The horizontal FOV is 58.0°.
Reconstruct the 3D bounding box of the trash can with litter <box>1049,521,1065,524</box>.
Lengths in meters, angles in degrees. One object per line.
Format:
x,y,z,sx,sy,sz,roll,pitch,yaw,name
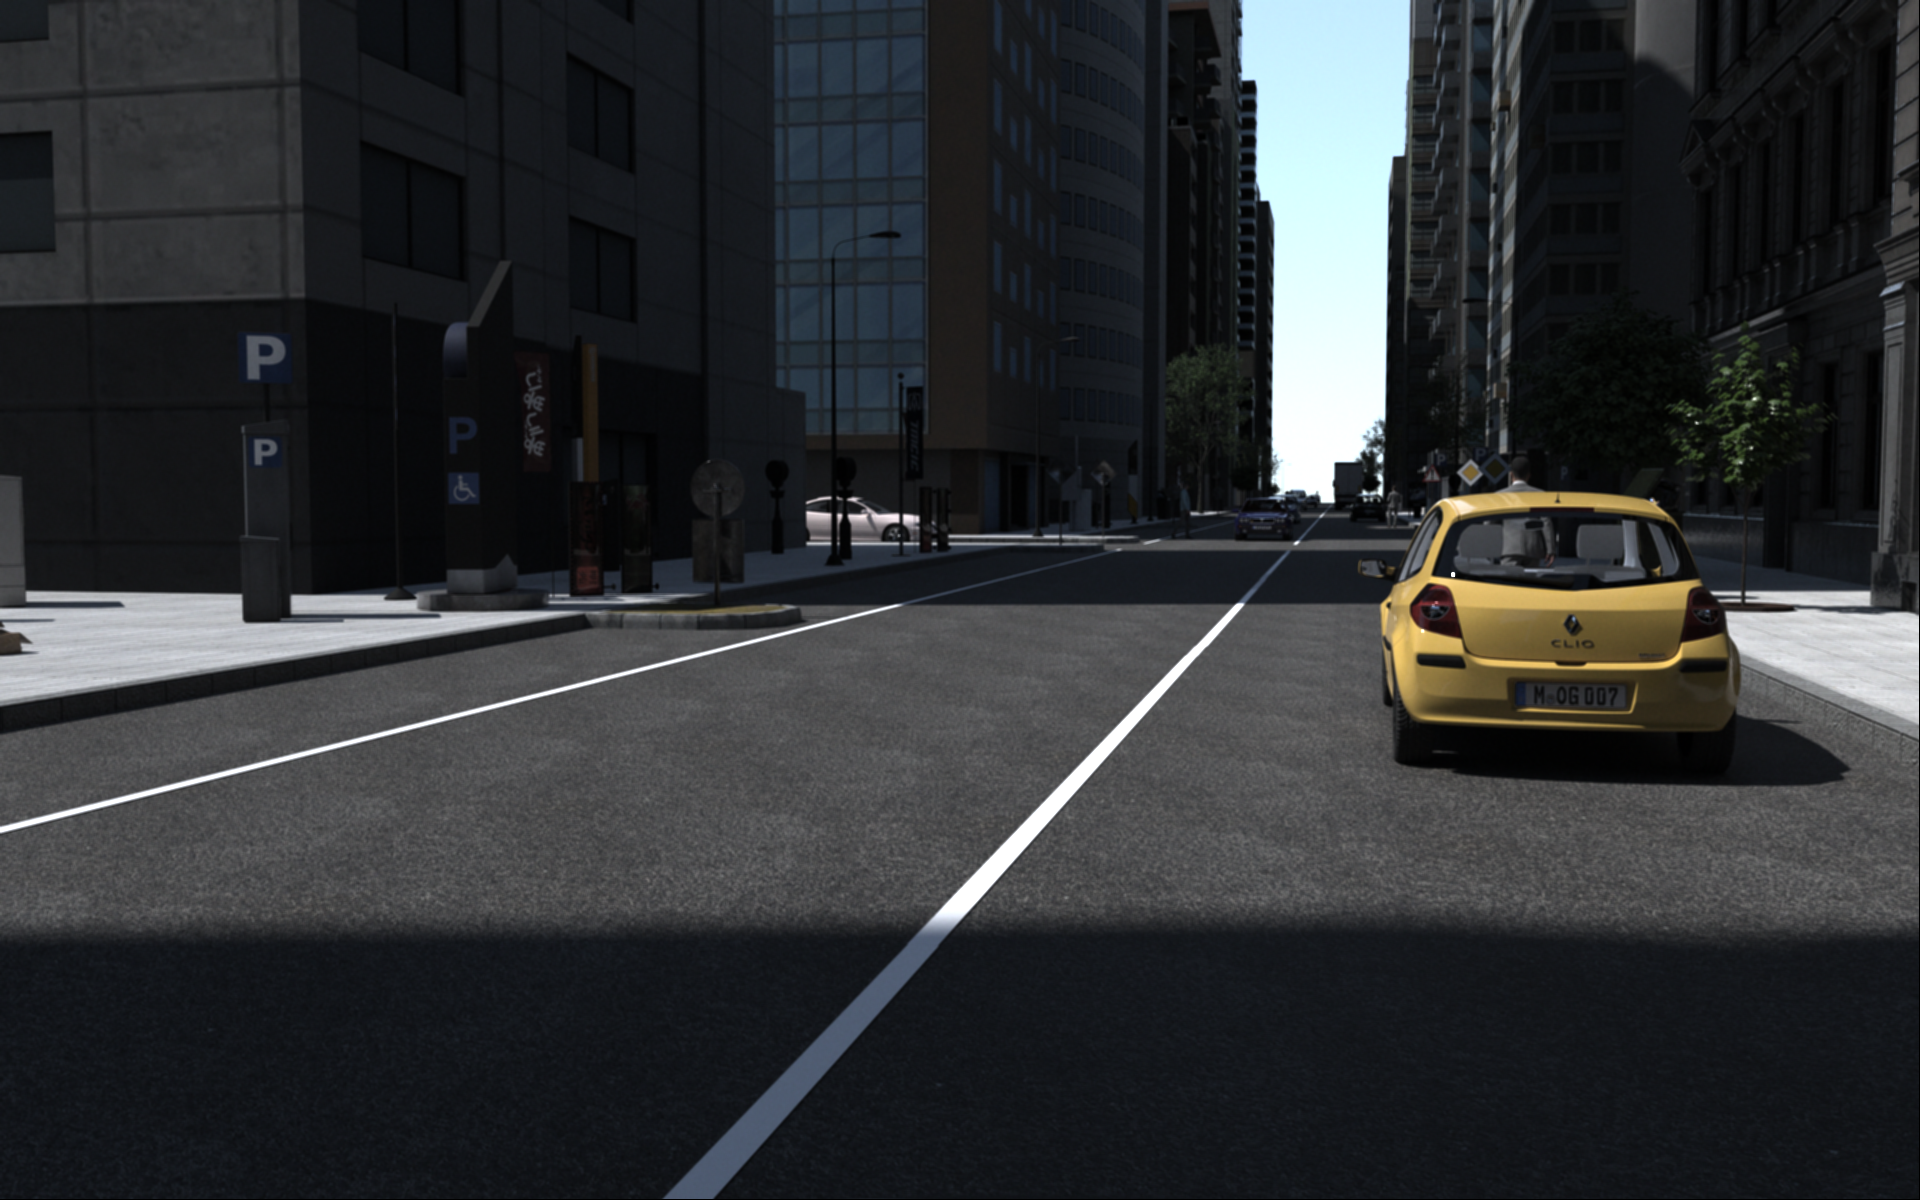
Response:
3.853,-3.884,74.556,2.233,1.210,1.678,2,4,31,trash can with litter

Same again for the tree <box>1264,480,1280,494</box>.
41.494,-14.520,232.006,1.663,3.219,1.824,0,3,0,tree

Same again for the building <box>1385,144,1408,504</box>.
68.792,-37.314,233.792,21.300,48.544,21.600,1,4,12,building

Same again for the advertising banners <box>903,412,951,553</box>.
-0.732,-2.545,37.804,0.090,3.025,2.074,2,4,29,advertising banners

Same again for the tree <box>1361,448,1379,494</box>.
63.996,-19.657,271.748,4.737,8.622,4.395,0,3,0,tree

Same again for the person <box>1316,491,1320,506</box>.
43.295,-12.317,209.867,0.705,1.826,1.348,0,4,-5,person

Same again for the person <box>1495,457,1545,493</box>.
5.401,-0.488,16.753,0.678,1.792,0.850,1,4,16,person

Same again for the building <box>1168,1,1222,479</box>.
11.672,-30.618,155.225,22.147,44.769,28.867,1,4,12,building

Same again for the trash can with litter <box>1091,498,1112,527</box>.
5.424,-3.468,68.086,1.055,1.170,0.624,-1,4,-19,trash can with litter

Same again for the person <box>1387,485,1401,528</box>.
18.495,-3.990,73.937,0.606,1.804,0.583,0,4,-8,person

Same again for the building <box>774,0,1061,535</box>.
-4.381,-25.124,60.885,14.600,45.320,14.200,1,4,12,building

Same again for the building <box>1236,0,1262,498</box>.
32.144,-57.049,245.427,22.319,86.520,31.000,1,4,12,building

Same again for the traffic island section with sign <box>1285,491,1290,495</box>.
49.286,-15.119,255.826,1.989,1.847,2.006,1,4,12,traffic island section with sign

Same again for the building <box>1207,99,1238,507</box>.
20.189,-30.092,175.605,14.154,41.232,14.086,1,4,12,building

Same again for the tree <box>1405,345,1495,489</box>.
24.475,-8.328,86.524,4.737,8.622,4.395,0,3,0,tree

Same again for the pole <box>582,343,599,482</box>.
-5.027,-1.821,23.612,0.158,3.312,0.155,0,3,0,pole

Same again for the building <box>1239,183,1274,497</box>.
37.989,-39.668,272.278,21.300,48.544,21.600,1,4,12,building

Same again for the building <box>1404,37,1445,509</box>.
47.924,-28.995,157.657,14.154,41.232,14.086,1,4,12,building

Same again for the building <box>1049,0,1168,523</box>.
-1.101,-33.493,89.611,21.231,58.520,28.212,1,4,12,building

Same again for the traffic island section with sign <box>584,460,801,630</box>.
-2.856,-0.649,19.238,1.989,1.847,2.006,1,4,12,traffic island section with sign

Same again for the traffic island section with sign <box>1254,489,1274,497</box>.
25.534,-8.525,148.015,1.989,1.847,2.006,1,4,12,traffic island section with sign

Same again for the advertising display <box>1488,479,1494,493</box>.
20.783,-3.822,67.703,0.123,1.923,0.974,0,4,5,advertising display

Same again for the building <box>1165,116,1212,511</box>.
11.769,-22.139,133.679,14.160,30.474,14.107,1,4,12,building

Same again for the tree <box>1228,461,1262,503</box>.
27.935,-11.371,169.636,4.285,4.588,4.351,0,3,0,tree

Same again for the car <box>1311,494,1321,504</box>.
53.967,-15.383,263.506,2.014,1.417,4.499,1,4,12,car

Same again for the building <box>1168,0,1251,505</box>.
26.928,-47.854,220.667,20.563,71.187,20.611,1,4,12,building

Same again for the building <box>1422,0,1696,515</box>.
43.997,-24.974,100.199,32.217,40.220,23.993,1,4,12,building

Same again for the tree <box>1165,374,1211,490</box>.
13.427,-9.482,105.385,4.360,8.622,3.978,0,3,0,tree

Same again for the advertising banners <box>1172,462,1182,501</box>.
11.288,-5.904,92.725,0.090,3.025,2.074,3,5,42,advertising banners

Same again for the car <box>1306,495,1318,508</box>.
36.770,-10.400,182.612,1.945,1.354,3.894,1,4,12,car

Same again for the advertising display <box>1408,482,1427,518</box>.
24.171,-5.277,91.496,0.974,1.923,0.123,2,4,33,advertising display

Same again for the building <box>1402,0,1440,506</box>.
56.477,-38.846,177.135,21.231,58.520,28.212,1,4,12,building

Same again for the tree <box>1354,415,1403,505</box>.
50.025,-16.539,204.825,7.601,10.594,8.767,-1,4,-16,tree

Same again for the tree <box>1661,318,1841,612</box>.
8.631,-1.511,19.307,1.663,3.219,1.824,0,3,0,tree

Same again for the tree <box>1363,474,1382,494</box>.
61.063,-16.745,257.500,4.285,4.588,4.351,0,3,0,tree

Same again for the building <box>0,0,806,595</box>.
-15.967,-36.312,31.952,20.611,71.187,20.563,1,4,12,building

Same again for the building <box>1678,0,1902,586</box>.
18.449,-9.978,27.770,10.561,19.102,19.286,1,4,12,building

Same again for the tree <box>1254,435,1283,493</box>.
37.501,-15.993,211.842,4.360,8.622,3.978,0,3,0,tree

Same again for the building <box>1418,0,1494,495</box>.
48.495,-31.494,134.533,23.786,49.044,30.456,1,4,12,building

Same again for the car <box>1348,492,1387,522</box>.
21.244,-4.919,90.207,2.009,1.686,4.222,1,4,10,car

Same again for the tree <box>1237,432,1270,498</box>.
33.555,-15.212,199.078,4.737,8.622,4.395,0,3,0,tree

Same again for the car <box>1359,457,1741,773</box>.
3.440,-0.013,10.441,2.015,1.641,3.980,1,4,12,car

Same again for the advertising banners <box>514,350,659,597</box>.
-4.682,-1.564,21.765,2.074,3.025,0.090,-3,5,-45,advertising banners

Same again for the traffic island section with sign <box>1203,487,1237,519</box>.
14.970,-5.594,100.085,1.989,1.847,2.006,1,4,12,traffic island section with sign

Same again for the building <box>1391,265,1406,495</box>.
61.603,-27.277,217.676,14.160,30.474,14.107,1,4,12,building

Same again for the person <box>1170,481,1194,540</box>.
7.028,-2.826,54.561,0.748,1.841,0.638,1,4,21,person

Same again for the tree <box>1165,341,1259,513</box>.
16.503,-11.767,118.149,9.928,11.665,9.643,0,3,0,tree

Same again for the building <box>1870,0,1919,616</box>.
13.143,-9.814,9.611,9.793,20.994,18.267,1,4,12,building

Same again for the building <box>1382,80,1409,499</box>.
75.454,-57.846,258.454,22.319,86.520,31.000,1,4,12,building

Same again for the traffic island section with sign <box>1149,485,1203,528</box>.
9.093,-3.962,73.413,1.989,1.847,2.006,1,4,12,traffic island section with sign

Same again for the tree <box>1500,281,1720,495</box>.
10.229,-2.630,26.717,4.285,4.588,4.351,0,3,0,tree
